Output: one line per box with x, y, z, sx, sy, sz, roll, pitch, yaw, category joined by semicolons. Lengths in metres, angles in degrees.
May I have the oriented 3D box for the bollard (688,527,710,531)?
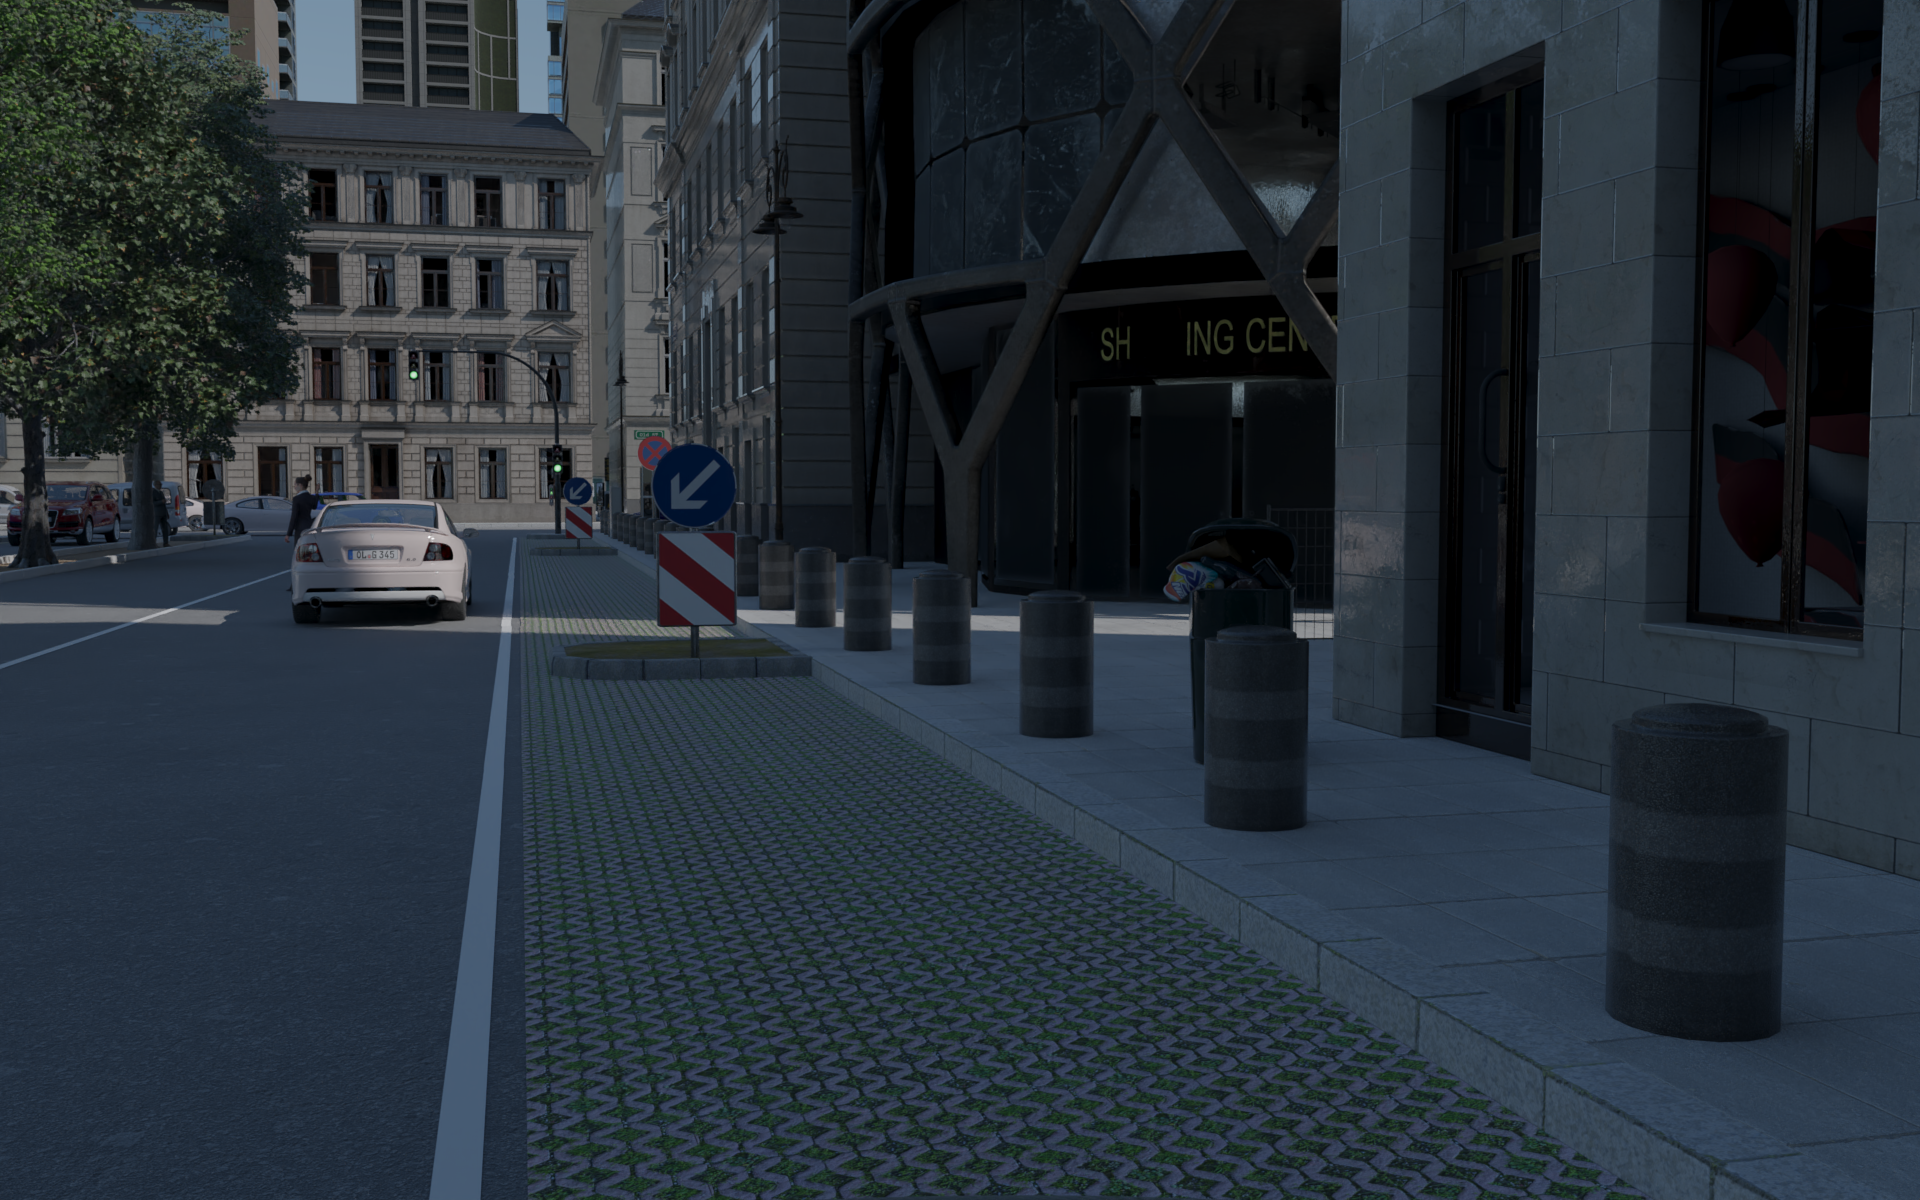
-3.964;-0.743;26.865;0.404;0.777;0.398;0;3;0;bollard

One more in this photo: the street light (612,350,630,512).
-10.897;-5.077;55.793;0.468;5.910;1.993;-1;4;-14;street light

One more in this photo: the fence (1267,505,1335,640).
3.564;-0.196;14.410;2.264;1.192;0.480;-1;4;-10;fence

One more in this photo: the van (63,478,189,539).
-27.085;-2.977;55.686;4.112;2.044;2.013;-1;4;-15;van

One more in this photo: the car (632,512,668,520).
-9.573;-2.925;60.397;3.894;1.354;1.945;-1;4;-15;car

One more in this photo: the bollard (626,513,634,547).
-7.806;-1.665;41.941;0.404;0.777;0.398;0;3;0;bollard

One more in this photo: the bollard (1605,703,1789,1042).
1.796;0.642;4.227;0.404;0.777;0.398;0;3;0;bollard

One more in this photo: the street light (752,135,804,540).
-2.393;-3.058;22.781;0.468;5.910;1.993;-1;4;-14;street light

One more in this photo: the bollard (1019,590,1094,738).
0.518;0.334;9.262;0.404;0.777;0.398;0;3;0;bollard

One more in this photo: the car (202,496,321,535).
-23.579;-2.903;59.821;4.827;1.381;2.083;-1;4;-14;car

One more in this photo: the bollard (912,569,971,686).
-0.123;0.180;11.770;0.404;0.777;0.398;0;3;0;bollard

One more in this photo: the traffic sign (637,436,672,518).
-6.657;-2.310;37.868;0.768;2.556;0.104;-1;4;-10;traffic sign

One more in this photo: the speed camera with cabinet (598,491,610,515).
-19.470;-6.332;97.868;0.660;3.252;2.038;3;5;45;speed camera with cabinet

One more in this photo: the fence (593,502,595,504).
-28.177;-7.121;131.806;0.278;0.683;2.069;2;4;25;fence

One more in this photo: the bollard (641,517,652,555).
-6.524;-1.358;36.917;0.404;0.777;0.398;0;3;0;bollard

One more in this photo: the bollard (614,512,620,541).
-9.090;-1.974;46.984;0.404;0.777;0.398;0;3;0;bollard

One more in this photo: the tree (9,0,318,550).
-20.910;-8.244;43.900;9.857;13.997;8.962;0;3;0;tree

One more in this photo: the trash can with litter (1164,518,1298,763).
1.329;0.177;8.492;0.624;1.170;1.055;1;4;9;trash can with litter

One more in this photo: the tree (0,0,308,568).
-18.005;-6.971;33.446;9.611;12.733;9.660;0;3;0;tree

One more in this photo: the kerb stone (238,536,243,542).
-21.566;-1.797;51.569;0.120;0.150;1.000;-1;4;-14;kerb stone

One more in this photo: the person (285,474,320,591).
-9.766;-1.009;25.792;0.445;1.727;0.742;-1;4;-8;person

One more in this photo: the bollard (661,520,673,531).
-5.242;-1.050;31.883;0.404;0.777;0.398;0;3;0;bollard

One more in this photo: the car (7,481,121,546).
-25.614;-2.505;49.631;2.281;1.827;5.304;-1;4;-13;car

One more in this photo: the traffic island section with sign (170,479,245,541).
-23.139;-2.772;53.466;2.006;1.907;1.989;-1;4;-14;traffic island section with sign

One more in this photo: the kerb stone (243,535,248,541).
-21.819;-1.851;52.568;0.120;0.150;1.000;-1;4;-14;kerb stone

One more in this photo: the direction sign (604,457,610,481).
-21.600;-7.054;107.336;0.876;3.537;0.379;-2;4;-34;direction sign

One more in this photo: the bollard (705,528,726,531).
-3.329;-0.589;24.350;0.404;0.777;0.398;0;3;0;bollard

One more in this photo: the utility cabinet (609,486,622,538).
-9.993;-2.547;50.323;0.318;1.500;1.173;-1;4;-14;utility cabinet

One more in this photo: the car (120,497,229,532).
-30.505;-3.296;66.247;4.827;1.381;2.083;-1;4;-16;car

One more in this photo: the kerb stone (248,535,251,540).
-22.071;-1.917;53.561;0.120;0.150;1.000;-1;4;-14;kerb stone

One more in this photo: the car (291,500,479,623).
-6.837;-0.511;20.721;2.083;1.381;4.827;-1;4;-14;car

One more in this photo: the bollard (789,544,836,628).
-1.402;-0.127;16.789;0.404;0.777;0.398;0;3;0;bollard

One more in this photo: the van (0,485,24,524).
-37.773;-3.763;68.543;4.112;2.044;2.013;-1;4;-14;van

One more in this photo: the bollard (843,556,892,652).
-0.762;0.027;14.281;0.404;0.777;0.398;0;3;0;bollard

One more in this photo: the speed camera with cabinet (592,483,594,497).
-30.282;-8.812;138.415;2.038;3.252;0.660;-3;5;-42;speed camera with cabinet

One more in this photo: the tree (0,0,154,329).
-15.384;-5.857;23.979;9.928;11.665;9.643;0;3;0;tree

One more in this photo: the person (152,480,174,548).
-21.217;-2.285;46.034;0.590;1.801;0.661;1;4;10;person

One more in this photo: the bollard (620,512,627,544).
-8.449;-1.820;44.469;0.404;0.777;0.398;0;3;0;bollard

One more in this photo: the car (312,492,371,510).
-22.894;-3.406;65.282;3.694;1.707;1.945;-1;4;-14;car

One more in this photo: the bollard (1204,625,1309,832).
1.153;0.487;6.751;0.404;0.777;0.398;0;3;0;bollard

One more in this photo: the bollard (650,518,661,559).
-5.884;-1.204;34.398;0.404;0.777;0.398;0;3;0;bollard

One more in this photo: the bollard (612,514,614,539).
-9.726;-2.127;49.497;0.404;0.777;0.398;0;3;0;bollard

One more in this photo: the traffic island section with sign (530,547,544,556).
-9.136;-1.971;40.855;1.989;1.847;2.006;-1;4;-14;traffic island section with sign

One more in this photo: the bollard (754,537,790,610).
-2.044;-0.281;19.311;0.404;0.777;0.398;0;3;0;bollard

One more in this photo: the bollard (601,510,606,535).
-11.012;-2.435;54.534;0.404;0.777;0.398;0;3;0;bollard

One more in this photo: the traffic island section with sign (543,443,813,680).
-2.354;-0.342;14.216;1.989;1.847;2.006;-1;4;-14;traffic island section with sign

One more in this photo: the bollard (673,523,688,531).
-4.604;-0.896;29.374;0.404;0.777;0.398;0;3;0;bollard

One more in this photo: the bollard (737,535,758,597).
-2.687;-0.435;21.833;0.404;0.777;0.398;0;3;0;bollard

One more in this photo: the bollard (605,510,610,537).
-10.369;-2.281;52.015;0.404;0.777;0.398;0;3;0;bollard

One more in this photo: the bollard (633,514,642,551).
-7.162;-1.511;39.426;0.404;0.777;0.398;0;3;0;bollard
